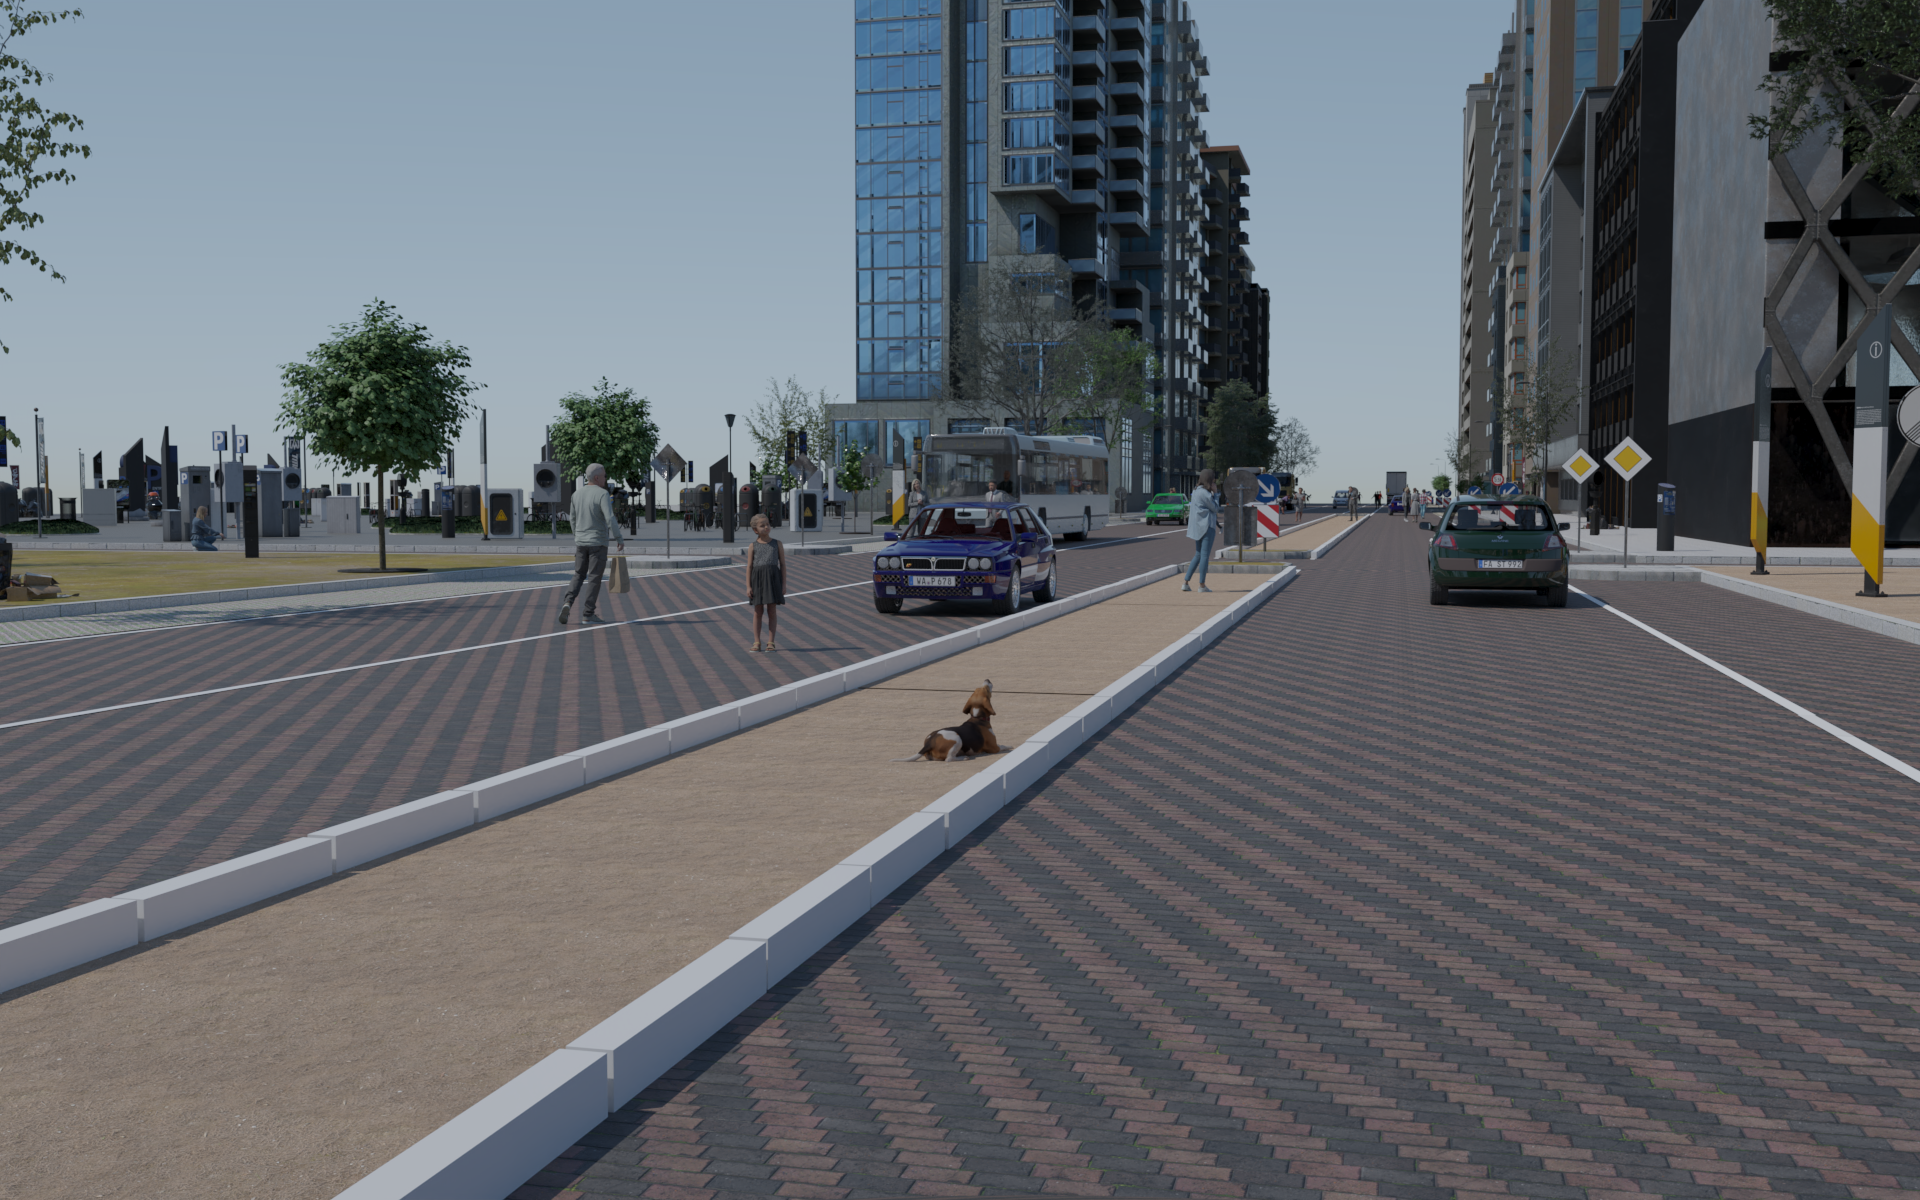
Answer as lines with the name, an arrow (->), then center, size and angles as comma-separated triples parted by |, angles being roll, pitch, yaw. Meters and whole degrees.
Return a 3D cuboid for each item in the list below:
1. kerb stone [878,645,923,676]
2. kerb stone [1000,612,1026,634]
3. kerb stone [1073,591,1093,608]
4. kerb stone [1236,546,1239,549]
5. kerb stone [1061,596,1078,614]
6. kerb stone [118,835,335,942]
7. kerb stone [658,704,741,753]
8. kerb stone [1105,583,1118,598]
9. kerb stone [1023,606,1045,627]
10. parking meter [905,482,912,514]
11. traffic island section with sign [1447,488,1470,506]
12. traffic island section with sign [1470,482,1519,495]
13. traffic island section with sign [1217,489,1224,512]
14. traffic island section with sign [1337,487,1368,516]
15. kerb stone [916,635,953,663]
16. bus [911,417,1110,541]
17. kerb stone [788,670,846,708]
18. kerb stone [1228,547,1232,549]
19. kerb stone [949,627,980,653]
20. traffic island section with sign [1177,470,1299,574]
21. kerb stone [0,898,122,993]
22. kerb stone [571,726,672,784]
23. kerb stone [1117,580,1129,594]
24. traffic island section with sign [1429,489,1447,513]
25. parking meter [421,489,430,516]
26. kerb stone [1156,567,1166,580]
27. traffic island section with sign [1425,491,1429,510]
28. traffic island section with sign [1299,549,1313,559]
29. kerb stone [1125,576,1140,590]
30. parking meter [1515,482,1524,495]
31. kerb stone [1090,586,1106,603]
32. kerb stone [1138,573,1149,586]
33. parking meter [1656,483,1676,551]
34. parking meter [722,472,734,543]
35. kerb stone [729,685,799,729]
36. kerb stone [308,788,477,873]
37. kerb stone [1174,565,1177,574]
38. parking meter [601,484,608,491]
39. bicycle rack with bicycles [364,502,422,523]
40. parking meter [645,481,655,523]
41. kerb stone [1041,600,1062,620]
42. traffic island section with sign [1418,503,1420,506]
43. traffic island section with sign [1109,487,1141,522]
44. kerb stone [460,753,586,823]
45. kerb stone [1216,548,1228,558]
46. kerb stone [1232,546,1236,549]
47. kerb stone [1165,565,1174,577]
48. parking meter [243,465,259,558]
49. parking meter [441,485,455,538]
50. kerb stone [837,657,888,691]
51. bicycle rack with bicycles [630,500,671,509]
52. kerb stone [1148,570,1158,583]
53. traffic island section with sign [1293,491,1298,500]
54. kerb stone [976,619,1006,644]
kerb stone -> -0.512, 0.504, 13.960 | 0.120, 0.150, 1.000 | 1, 4, 14
kerb stone -> 0.493, 0.261, 17.935 | 0.120, 0.150, 1.000 | 1, 4, 14
kerb stone -> 1.501, 0.017, 21.916 | 0.120, 0.150, 1.000 | 1, 4, 14
kerb stone -> 6.680, -1.227, 42.321 | 0.120, 0.150, 1.000 | 1, 4, 14
kerb stone -> 1.250, 0.083, 20.920 | 0.120, 0.150, 1.000 | 1, 4, 14
kerb stone -> -2.526, 0.995, 5.998 | 0.120, 0.150, 1.000 | 1, 4, 14
kerb stone -> -1.518, 0.747, 9.981 | 0.120, 0.150, 1.000 | 1, 4, 14
kerb stone -> 2.010, -0.105, 23.907 | 0.120, 0.150, 1.000 | 1, 4, 14
kerb stone -> 0.747, 0.202, 18.926 | 0.120, 0.150, 1.000 | 1, 4, 14
parking meter -> -2.539, -4.797, 84.150 | 0.255, 1.863, 0.399 | -3, 5, -41
traffic island section with sign -> 25.441, -4.741, 86.147 | 1.989, 1.847, 2.006 | 1, 4, 14
traffic island section with sign -> 18.683, -3.110, 59.473 | 1.989, 1.847, 2.006 | 1, 4, 14
traffic island section with sign -> 20.619, -7.953, 138.660 | 1.989, 1.847, 2.006 | 1, 4, 14
traffic island section with sign -> 25.378, -6.346, 111.892 | 2.006, 1.907, 1.989 | 1, 4, 14
kerb stone -> -0.263, 0.443, 14.954 | 0.120, 0.150, 1.000 | 1, 4, 14
bus -> 1.773, -3.361, 49.813 | 2.948, 3.499, 13.247 | 1, 4, 16
kerb stone -> -1.017, 0.625, 11.976 | 0.120, 0.150, 1.000 | 1, 4, 14
kerb stone -> 6.176, -1.105, 40.323 | 0.120, 0.150, 1.000 | 1, 4, 14
kerb stone -> -0.015, 0.386, 15.946 | 0.120, 0.150, 1.000 | 1, 4, 14
traffic island section with sign -> 5.106, -1.451, 31.865 | 2.006, 1.907, 1.989 | 1, 4, 14
kerb stone -> -2.780, 1.051, 5.005 | 0.120, 0.150, 1.000 | 1, 4, 14
kerb stone -> -1.770, 0.808, 8.987 | 0.120, 0.150, 1.000 | 1, 4, 14
kerb stone -> 2.261, -0.158, 24.898 | 0.120, 0.150, 1.000 | 1, 4, 14
traffic island section with sign -> 37.564, -7.669, 134.018 | 1.989, 1.847, 2.006 | 1, 4, 14
parking meter -> -24.835, -4.410, 80.516 | 0.372, 1.533, 0.369 | 0, 3, 0
kerb stone -> 3.269, -0.409, 28.884 | 0.120, 0.150, 1.000 | 1, 4, 14
traffic island section with sign -> 44.390, -9.316, 160.949 | 1.989, 1.847, 2.006 | 1, 4, 14
traffic island section with sign -> 6.934, -1.890, 39.044 | 2.006, 1.907, 1.989 | 1, 4, 14
kerb stone -> 2.514, -0.226, 25.891 | 0.120, 0.150, 1.000 | 1, 4, 14
parking meter -> 27.159, -4.798, 84.155 | 0.399, 1.863, 0.255 | 2, 4, 26
kerb stone -> 1.756, -0.043, 22.906 | 0.120, 0.150, 1.000 | 1, 4, 14
kerb stone -> 2.762, -0.286, 26.891 | 0.120, 0.150, 1.000 | 1, 4, 14
parking meter -> 15.868, -1.866, 38.919 | 0.372, 1.533, 0.369 | 0, 3, 0
parking meter -> -6.109, -2.446, 45.700 | 0.255, 1.863, 0.399 | 0, 4, 1
kerb stone -> -1.263, 0.687, 10.972 | 0.120, 0.150, 1.000 | 1, 4, 14
kerb stone -> -2.278, 0.929, 7.000 | 0.120, 0.150, 1.000 | 1, 4, 14
kerb stone -> 3.772, -0.531, 30.871 | 0.120, 0.150, 1.000 | 1, 4, 14
parking meter -> -19.547, -5.474, 95.207 | 0.399, 1.863, 0.255 | 2, 4, 26
bicycle rack with bicycles -> -25.068, -3.855, 76.413 | 2.852, 0.926, 2.925 | 0, 4, -1
parking meter -> -13.780, -4.357, 76.949 | 0.399, 1.863, 0.255 | 2, 4, 31
kerb stone -> 0.993, 0.139, 19.919 | 0.120, 0.150, 1.000 | 1, 4, 14
traffic island section with sign -> 57.733, -12.540, 213.660 | 1.989, 1.847, 2.006 | 1, 4, 14
traffic island section with sign -> 8.381, -5.001, 90.387 | 1.989, 1.847, 2.006 | 1, 4, 14
kerb stone -> -2.020, 0.869, 7.996 | 0.120, 0.150, 1.000 | 1, 4, 14
kerb stone -> 5.917, -1.048, 39.334 | 0.120, 0.150, 1.000 | 1, 4, 14
kerb stone -> 6.422, -1.170, 41.326 | 0.120, 0.150, 1.000 | 1, 4, 14
kerb stone -> 3.519, -0.470, 29.875 | 0.120, 0.150, 1.000 | 1, 4, 14
parking meter -> -14.252, -1.780, 34.817 | 0.255, 1.863, 0.399 | -1, 4, -21
parking meter -> -14.973, -2.584, 50.667 | 0.372, 1.533, 0.369 | 0, 3, 0
kerb stone -> -0.758, 0.564, 12.968 | 0.120, 0.150, 1.000 | 1, 4, 14
bicycle rack with bicycles -> -19.362, -5.728, 107.039 | 2.852, 0.926, 2.925 | 3, 5, 44
kerb stone -> 3.020, -0.343, 27.893 | 0.120, 0.150, 1.000 | 1, 4, 14
traffic island section with sign -> 47.508, -14.446, 244.817 | 1.989, 1.847, 2.006 | 1, 4, 14
kerb stone -> 0.254, 0.321, 16.939 | 0.120, 0.150, 1.000 | 1, 4, 14
